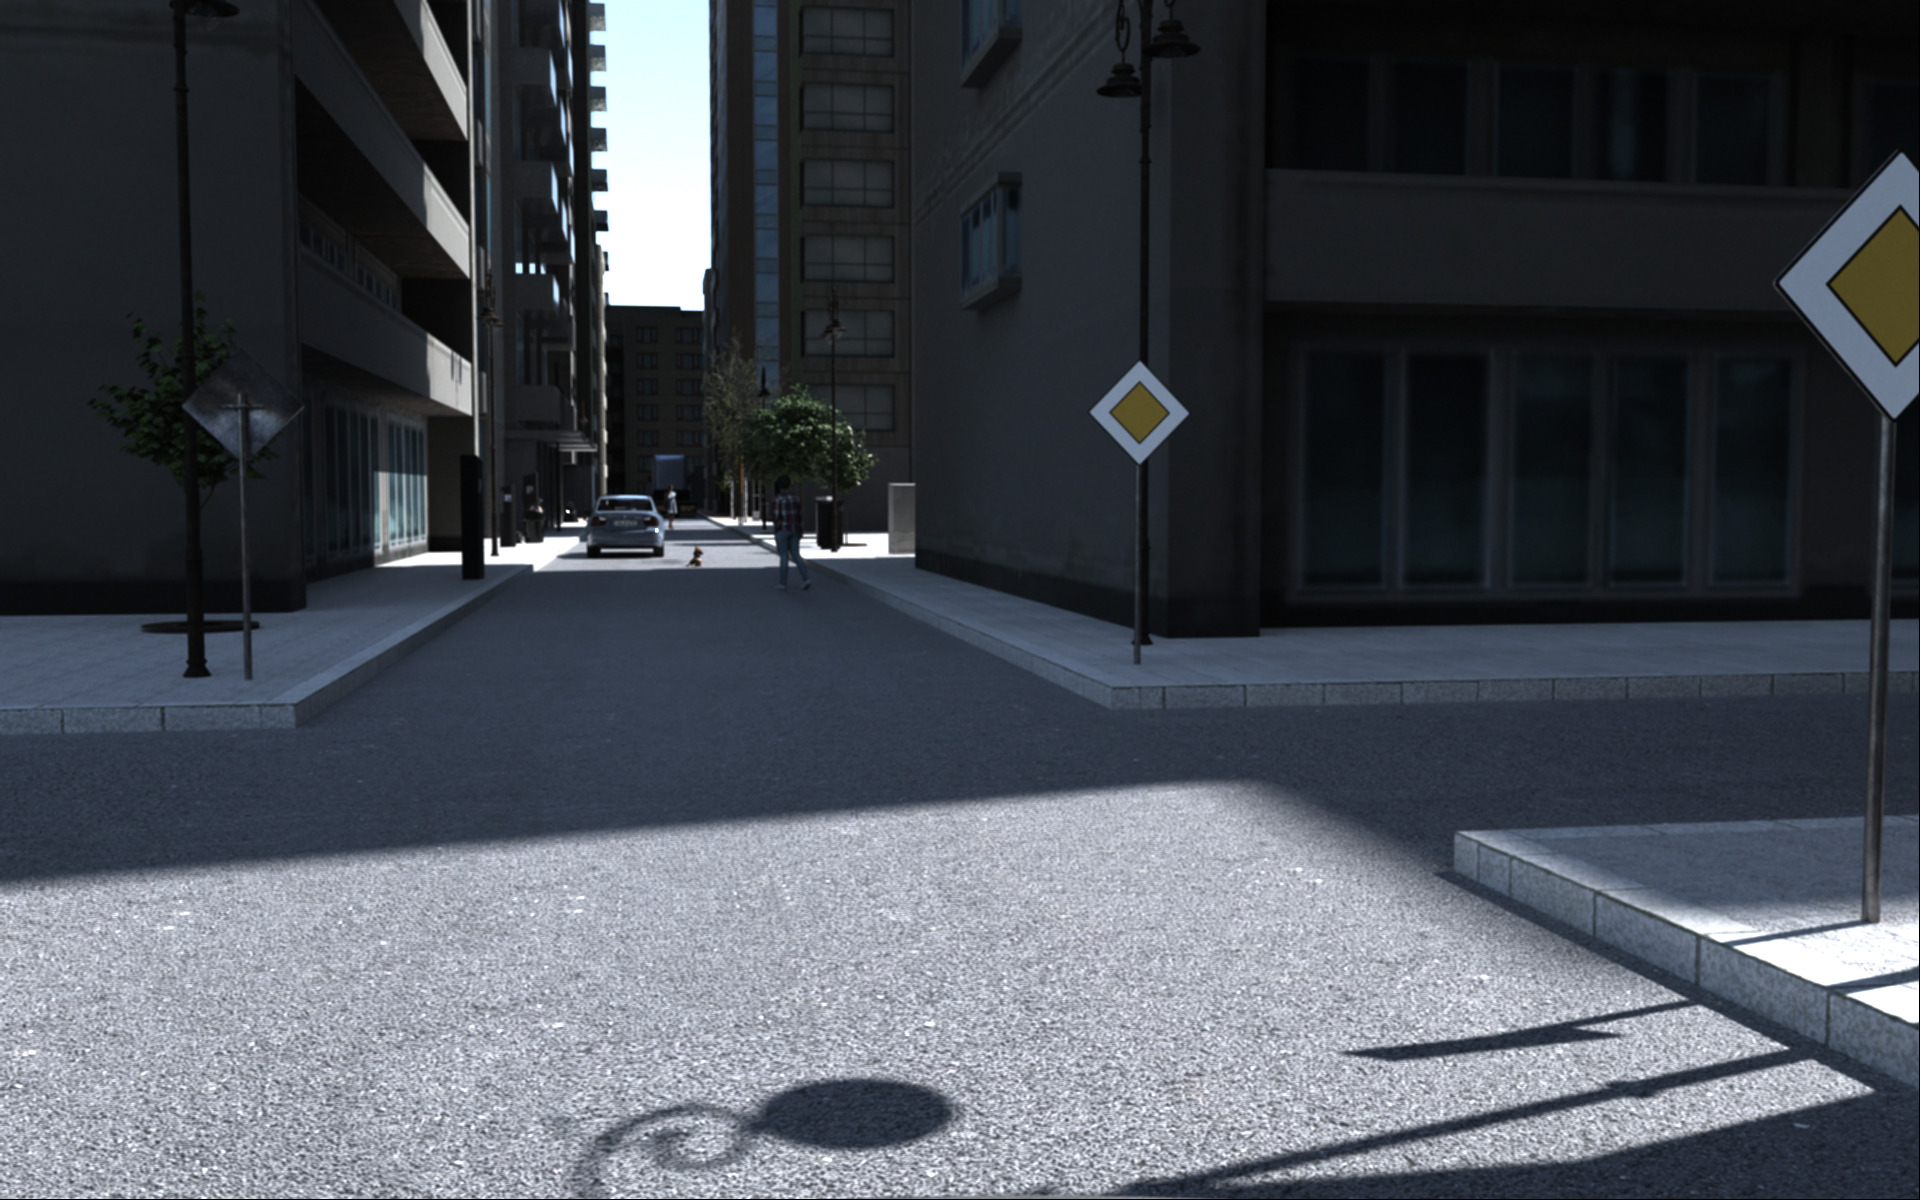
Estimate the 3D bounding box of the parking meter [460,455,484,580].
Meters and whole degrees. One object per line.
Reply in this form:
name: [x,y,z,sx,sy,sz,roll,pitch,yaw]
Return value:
parking meter: [-7.350,-1.248,26.108,0.255,1.863,0.399,0,4,-2]

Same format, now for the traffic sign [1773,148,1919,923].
traffic sign: [2.731,-0.091,5.135,0.795,2.450,0.064,-1,4,-10]

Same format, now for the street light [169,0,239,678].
street light: [-5.368,-2.399,12.007,0.468,5.910,1.993,-1,4,-10]

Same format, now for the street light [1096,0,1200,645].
street light: [1.555,-2.557,14.603,0.468,5.910,1.993,-1,4,-10]

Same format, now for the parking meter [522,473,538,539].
parking meter: [-11.685,-2.532,47.104,0.399,1.863,0.255,0,4,-5]

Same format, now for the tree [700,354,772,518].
tree: [-11.971,-8.666,92.058,4.737,8.622,4.395,0,3,0]

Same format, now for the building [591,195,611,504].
building: [-37.383,-16.334,112.106,27.650,21.520,28.899,-1,4,-10]

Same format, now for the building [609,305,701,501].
building: [-40.427,-20.544,180.927,28.899,21.520,27.650,-1,4,-10]

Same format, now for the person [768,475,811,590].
person: [-2.576,-1.017,25.964,0.563,1.720,0.643,-3,5,-42]

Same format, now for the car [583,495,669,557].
car: [-7.833,-1.750,40.618,2.014,1.417,4.499,-1,4,-10]

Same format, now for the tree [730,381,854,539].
tree: [-4.695,-4.063,50.151,4.285,4.588,4.351,0,3,0]

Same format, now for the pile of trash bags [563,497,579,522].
pile of trash bags: [-18.551,-4.248,79.213,1.912,1.369,3.447,-1,4,-19]

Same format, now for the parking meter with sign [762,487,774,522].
parking meter with sign: [-8.324,-5.135,80.226,1.738,3.016,0.543,0,4,-4]

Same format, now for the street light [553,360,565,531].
street light: [-13.869,-5.316,59.698,0.468,5.910,1.993,-1,4,-10]

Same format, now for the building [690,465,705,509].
building: [-13.356,-43.635,151.683,20.563,71.187,20.611,-1,4,-10]

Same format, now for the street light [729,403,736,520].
street light: [-11.300,-6.965,86.671,0.468,5.910,1.993,-1,4,-10]

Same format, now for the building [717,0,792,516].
building: [-7.658,-27.916,106.543,14.600,45.320,14.200,-1,4,-10]

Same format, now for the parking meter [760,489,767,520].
parking meter: [-9.826,-4.777,86.511,0.372,1.533,0.369,0,3,0]

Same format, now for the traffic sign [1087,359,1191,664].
traffic sign: [1.334,-0.572,12.998,0.795,2.450,0.064,-1,4,-10]

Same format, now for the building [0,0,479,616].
building: [-19.551,-24.587,25.702,21.300,48.544,21.600,-1,4,-10]

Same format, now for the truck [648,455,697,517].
truck: [-18.891,-7.581,113.701,2.967,4.110,18.799,-1,4,-11]

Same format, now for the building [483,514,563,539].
building: [-25.074,-26.887,59.203,23.786,49.044,30.456,-1,4,-10]

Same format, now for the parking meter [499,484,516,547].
parking meter: [-10.981,-2.057,42.041,0.372,1.533,0.369,0,3,0]

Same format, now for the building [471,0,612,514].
building: [-45.215,-32.195,145.994,30.456,49.044,23.786,-1,4,-10]

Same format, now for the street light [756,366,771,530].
street light: [-7.076,-5.485,62.473,0.468,5.910,1.993,-1,4,-10]

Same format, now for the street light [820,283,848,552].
street light: [-2.776,-3.995,38.100,0.468,5.910,1.993,-1,4,-10]

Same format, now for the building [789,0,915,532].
building: [0.417,-23.368,65.662,14.154,41.232,14.086,-1,4,-10]

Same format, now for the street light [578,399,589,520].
street light: [-18.246,-6.805,84.047,0.468,5.910,1.993,-1,4,-10]

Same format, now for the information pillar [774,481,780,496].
information pillar: [-6.636,-3.607,63.460,0.304,2.012,0.304,1,4,14]

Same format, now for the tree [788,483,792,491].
tree: [-8.346,-5.376,82.505,1.663,3.219,1.824,0,3,0]

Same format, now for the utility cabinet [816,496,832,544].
utility cabinet: [-3.541,-2.092,45.363,0.306,1.237,1.020,0,4,6]

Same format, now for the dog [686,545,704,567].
dog: [-5.312,-0.870,34.413,0.550,0.427,0.748,3,4,36]

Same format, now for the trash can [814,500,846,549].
trash can: [-3.017,-1.753,40.315,0.748,1.137,0.748,0,3,0]

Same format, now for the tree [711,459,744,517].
tree: [-13.074,-6.218,96.267,1.663,3.219,1.824,0,3,0]

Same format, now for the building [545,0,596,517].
building: [-26.932,-19.583,91.885,14.160,30.474,14.107,-1,4,-10]

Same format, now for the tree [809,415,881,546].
tree: [-2.944,-2.948,42.798,1.663,3.219,1.824,0,3,0]

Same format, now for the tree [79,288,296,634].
tree: [-7.058,-1.328,16.319,1.663,3.219,1.824,0,3,0]

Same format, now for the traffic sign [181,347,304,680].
traffic sign: [-4.916,-0.506,11.912,0.795,2.450,0.064,-1,4,-10]

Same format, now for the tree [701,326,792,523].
tree: [-9.297,-7.735,76.832,4.360,8.622,3.978,0,3,0]

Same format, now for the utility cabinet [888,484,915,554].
utility cabinet: [-0.931,-1.723,36.852,1.173,1.500,0.318,-2,4,-27]

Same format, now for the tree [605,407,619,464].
tree: [-28.262,-11.209,133.630,4.360,8.622,3.978,0,3,0]

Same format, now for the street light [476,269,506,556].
street light: [-9.640,-3.849,35.716,0.468,5.910,1.993,-1,4,-10]

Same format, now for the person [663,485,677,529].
person: [-11.791,-3.777,70.344,0.616,1.811,0.778,-2,4,-24]

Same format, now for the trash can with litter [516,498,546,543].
trash can with litter: [-11.403,-2.079,45.382,1.055,1.170,0.624,0,4,0]

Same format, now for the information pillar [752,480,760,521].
information pillar: [-9.888,-4.861,83.971,0.304,2.012,0.304,-1,4,-22]

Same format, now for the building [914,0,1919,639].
building: [10.319,-24.617,26.190,21.600,48.544,21.300,-1,4,-10]

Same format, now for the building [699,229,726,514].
building: [-4.851,-17.405,129.611,27.650,21.520,28.899,-1,4,-10]

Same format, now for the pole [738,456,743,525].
pole: [-9.053,-4.745,71.429,0.158,3.312,0.155,0,3,0]
